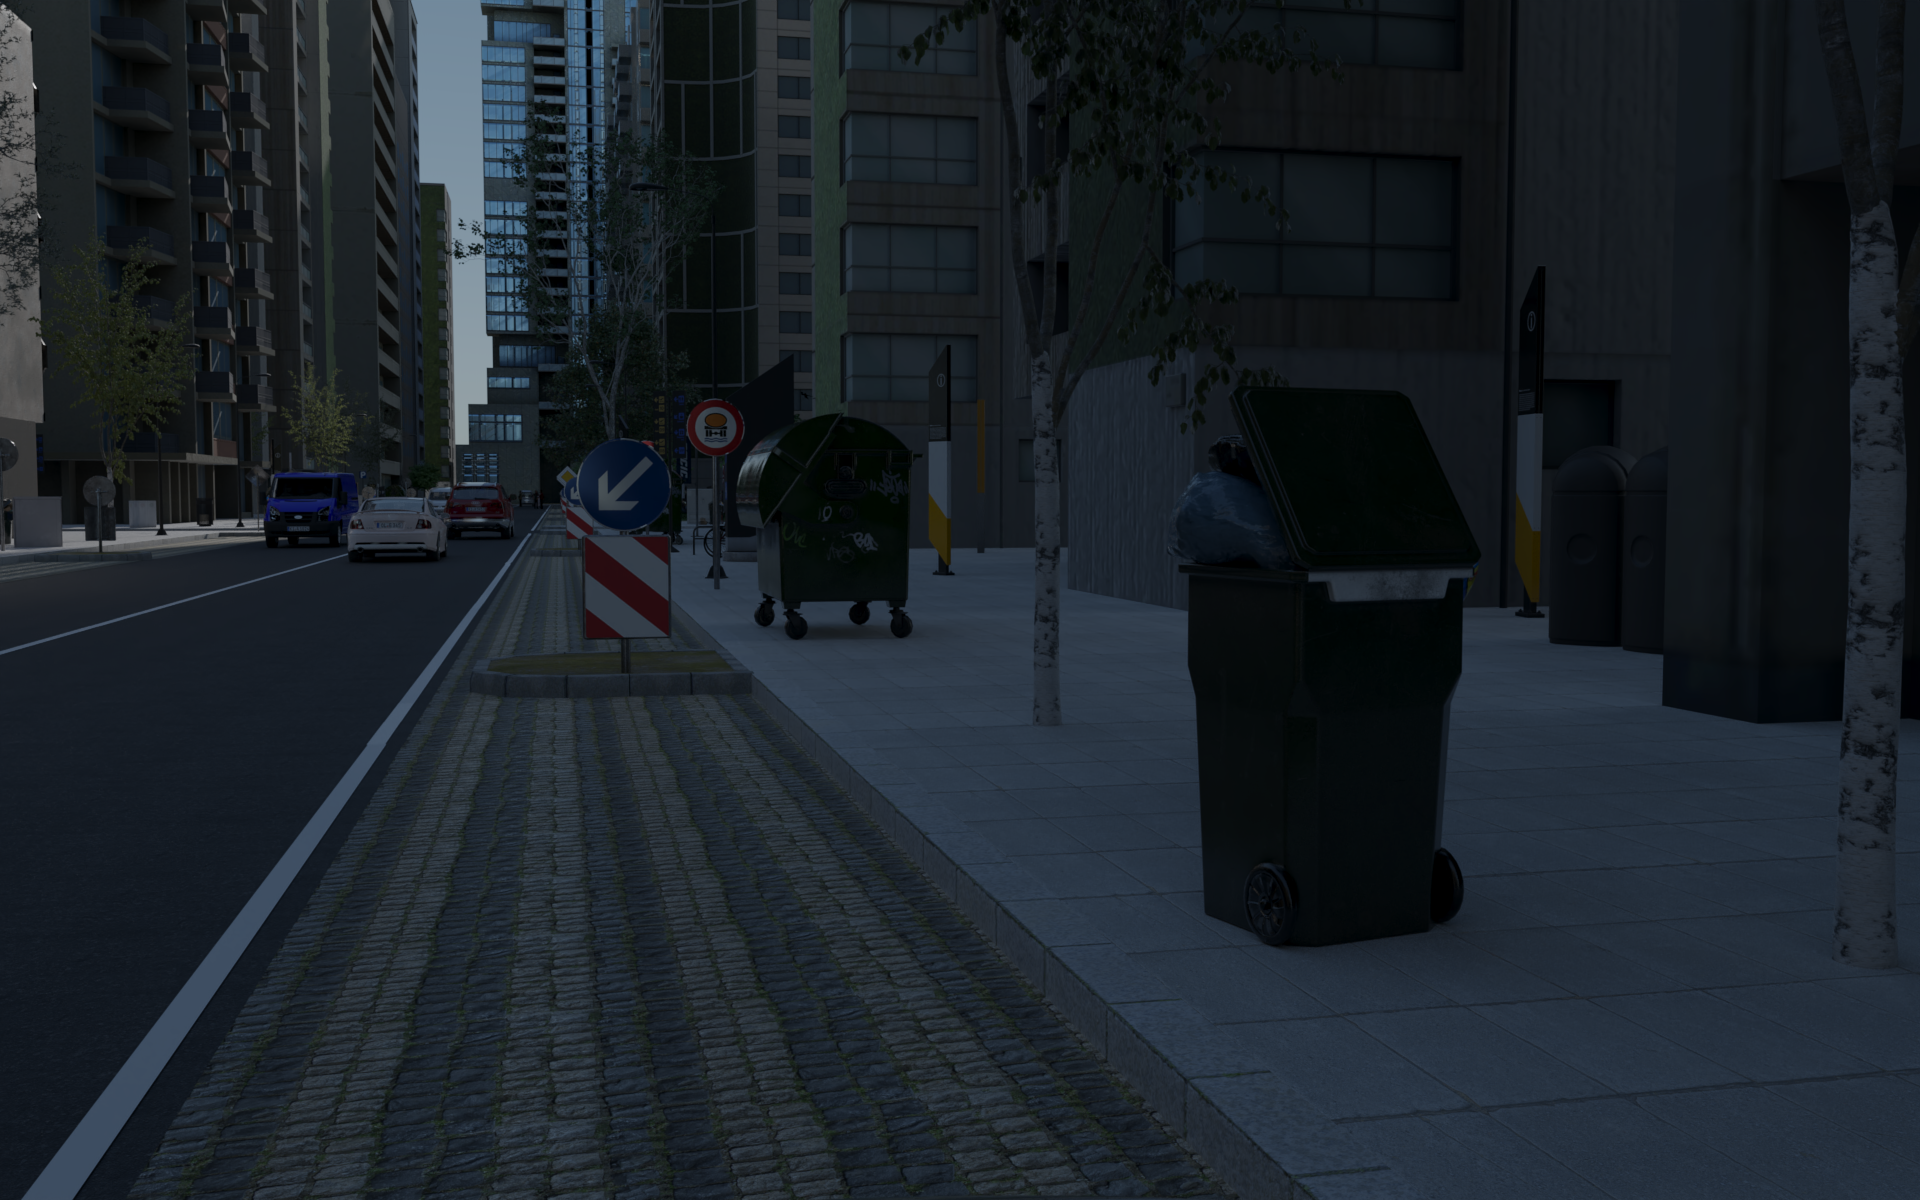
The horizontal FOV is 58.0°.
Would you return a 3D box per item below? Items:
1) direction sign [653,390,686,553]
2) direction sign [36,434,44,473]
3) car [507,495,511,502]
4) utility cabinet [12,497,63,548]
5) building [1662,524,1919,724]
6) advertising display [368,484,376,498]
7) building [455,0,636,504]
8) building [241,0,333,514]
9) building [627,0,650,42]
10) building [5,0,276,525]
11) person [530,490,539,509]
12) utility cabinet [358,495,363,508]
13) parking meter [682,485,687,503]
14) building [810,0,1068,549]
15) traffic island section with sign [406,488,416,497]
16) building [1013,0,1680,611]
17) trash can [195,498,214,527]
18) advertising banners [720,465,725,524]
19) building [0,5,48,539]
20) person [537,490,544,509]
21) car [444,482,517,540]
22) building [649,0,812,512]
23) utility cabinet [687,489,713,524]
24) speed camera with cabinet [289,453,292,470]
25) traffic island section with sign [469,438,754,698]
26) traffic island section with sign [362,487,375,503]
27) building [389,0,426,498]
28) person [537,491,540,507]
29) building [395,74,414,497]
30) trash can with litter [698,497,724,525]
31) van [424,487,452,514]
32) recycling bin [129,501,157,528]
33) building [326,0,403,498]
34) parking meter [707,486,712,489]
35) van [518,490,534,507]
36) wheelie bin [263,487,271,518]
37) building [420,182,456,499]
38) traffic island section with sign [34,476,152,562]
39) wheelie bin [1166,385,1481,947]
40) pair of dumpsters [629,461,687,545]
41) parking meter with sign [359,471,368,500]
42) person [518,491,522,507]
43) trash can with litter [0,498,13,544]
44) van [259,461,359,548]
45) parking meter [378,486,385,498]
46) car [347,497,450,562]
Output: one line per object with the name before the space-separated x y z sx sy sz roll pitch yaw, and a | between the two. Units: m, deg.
direction sign | -6.359 -2.813 37.995 0.876 3.537 0.379 2 4 29
direction sign | -35.095 -4.505 65.655 0.876 3.537 0.379 1 4 12
car | -54.250 -11.820 205.840 1.945 1.354 3.894 -1 4 -13
utility cabinet | -22.292 -1.877 41.859 1.020 1.237 0.306 -2 4 -35
building | 16.996 -23.089 1.199 21.300 48.544 21.600 -1 4 -13
advertising display | -37.473 -6.433 110.401 0.123 1.923 0.974 0 4 6
building | -52.640 -56.475 236.038 31.000 86.520 22.319 -1 4 -13
building | -49.226 -26.266 113.045 14.154 41.232 14.086 -1 4 -13
building | -22.665 -33.793 172.125 23.786 49.044 30.456 -1 4 -13
building | -46.003 -26.188 82.800 22.147 44.769 28.867 -1 4 -13
person | -40.967 -9.712 167.427 1.348 1.807 0.705 -3 5 -40
utility cabinet | -38.074 -6.011 109.442 0.306 1.237 1.020 0 4 7
parking meter | -17.288 -6.300 108.723 0.255 1.863 0.399 -1 4 -15
building | 2.696 -22.242 47.246 14.154 41.232 14.086 -1 4 -13
traffic island section with sign | -37.275 -6.677 117.802 1.989 1.847 2.006 -1 4 -13
building | 7.822 -15.561 26.120 14.160 30.474 14.107 -1 4 -13
trash can | -29.892 -3.480 68.550 0.748 1.137 0.748 0 3 0
advertising banners | -10.199 -4.775 74.260 0.090 3.025 2.074 -1 4 -12
building | -34.736 -10.842 44.726 16.811 18.784 16.820 -1 4 -13
person | -39.820 -9.547 164.561 0.705 1.831 1.348 1 4 13
car | -15.582 -2.909 56.234 2.281 1.827 5.304 -1 4 -12
building | -14.650 -42.311 130.039 20.563 71.187 20.611 -1 4 -13
utility cabinet | -10.988 -3.968 73.552 1.173 1.500 0.318 0 4 -4
speed camera with cabinet | -31.511 -5.375 82.219 0.660 3.252 2.038 -2 4 -25
traffic island section with sign | -2.658 -0.271 13.056 1.989 1.847 2.006 -1 4 -13
traffic island section with sign | -31.092 -5.045 91.118 1.989 1.847 2.006 -1 4 -13
building | -75.938 -39.999 195.988 28.212 58.520 21.231 -1 4 -13
person | -45.594 -10.867 186.852 0.551 1.740 0.621 -2 4 -32
building | -64.736 -32.383 179.574 14.600 45.320 14.200 -1 4 -13
trash can with litter | -10.421 -3.717 72.156 1.055 1.170 0.624 -2 4 -23
van | -31.471 -5.998 105.080 2.013 2.044 4.112 -1 4 -14
recycling bin | -31.355 -3.296 66.442 0.722 1.027 0.722 3 4 36
building | -59.670 -31.988 146.704 21.300 48.544 21.600 -1 4 -13
parking meter | -17.043 -6.849 117.691 0.399 1.863 0.255 0 3 0
van | -49.588 -11.698 198.278 2.013 2.044 4.112 -1 4 -13
wheelie bin | -30.065 -4.140 75.602 0.693 1.594 0.980 -2 4 -31
building | -74.328 -33.332 228.580 14.086 41.232 14.154 -1 4 -13
traffic island section with sign | -18.618 -1.756 37.337 1.989 1.847 2.006 -1 4 -13
wheelie bin | 1.046 0.168 5.165 0.980 1.594 0.693 -2 4 -25
pair of dumpsters | -8.060 -2.633 45.544 1.574 2.255 4.437 -1 4 -13
parking meter with sign | -44.932 -8.276 131.577 1.738 3.016 0.543 3 5 42
person | -48.730 -11.210 191.881 0.705 1.812 1.348 0 4 -1
trash can with litter | -24.317 -1.970 43.590 0.624 1.170 1.055 1 4 21
van | -17.971 -2.675 48.116 2.240 2.365 5.245 -1 4 -12
parking meter | -40.996 -7.160 122.780 0.255 1.863 0.399 2 4 28
car | -12.313 -1.570 38.024 2.083 1.381 4.827 -1 4 -13
